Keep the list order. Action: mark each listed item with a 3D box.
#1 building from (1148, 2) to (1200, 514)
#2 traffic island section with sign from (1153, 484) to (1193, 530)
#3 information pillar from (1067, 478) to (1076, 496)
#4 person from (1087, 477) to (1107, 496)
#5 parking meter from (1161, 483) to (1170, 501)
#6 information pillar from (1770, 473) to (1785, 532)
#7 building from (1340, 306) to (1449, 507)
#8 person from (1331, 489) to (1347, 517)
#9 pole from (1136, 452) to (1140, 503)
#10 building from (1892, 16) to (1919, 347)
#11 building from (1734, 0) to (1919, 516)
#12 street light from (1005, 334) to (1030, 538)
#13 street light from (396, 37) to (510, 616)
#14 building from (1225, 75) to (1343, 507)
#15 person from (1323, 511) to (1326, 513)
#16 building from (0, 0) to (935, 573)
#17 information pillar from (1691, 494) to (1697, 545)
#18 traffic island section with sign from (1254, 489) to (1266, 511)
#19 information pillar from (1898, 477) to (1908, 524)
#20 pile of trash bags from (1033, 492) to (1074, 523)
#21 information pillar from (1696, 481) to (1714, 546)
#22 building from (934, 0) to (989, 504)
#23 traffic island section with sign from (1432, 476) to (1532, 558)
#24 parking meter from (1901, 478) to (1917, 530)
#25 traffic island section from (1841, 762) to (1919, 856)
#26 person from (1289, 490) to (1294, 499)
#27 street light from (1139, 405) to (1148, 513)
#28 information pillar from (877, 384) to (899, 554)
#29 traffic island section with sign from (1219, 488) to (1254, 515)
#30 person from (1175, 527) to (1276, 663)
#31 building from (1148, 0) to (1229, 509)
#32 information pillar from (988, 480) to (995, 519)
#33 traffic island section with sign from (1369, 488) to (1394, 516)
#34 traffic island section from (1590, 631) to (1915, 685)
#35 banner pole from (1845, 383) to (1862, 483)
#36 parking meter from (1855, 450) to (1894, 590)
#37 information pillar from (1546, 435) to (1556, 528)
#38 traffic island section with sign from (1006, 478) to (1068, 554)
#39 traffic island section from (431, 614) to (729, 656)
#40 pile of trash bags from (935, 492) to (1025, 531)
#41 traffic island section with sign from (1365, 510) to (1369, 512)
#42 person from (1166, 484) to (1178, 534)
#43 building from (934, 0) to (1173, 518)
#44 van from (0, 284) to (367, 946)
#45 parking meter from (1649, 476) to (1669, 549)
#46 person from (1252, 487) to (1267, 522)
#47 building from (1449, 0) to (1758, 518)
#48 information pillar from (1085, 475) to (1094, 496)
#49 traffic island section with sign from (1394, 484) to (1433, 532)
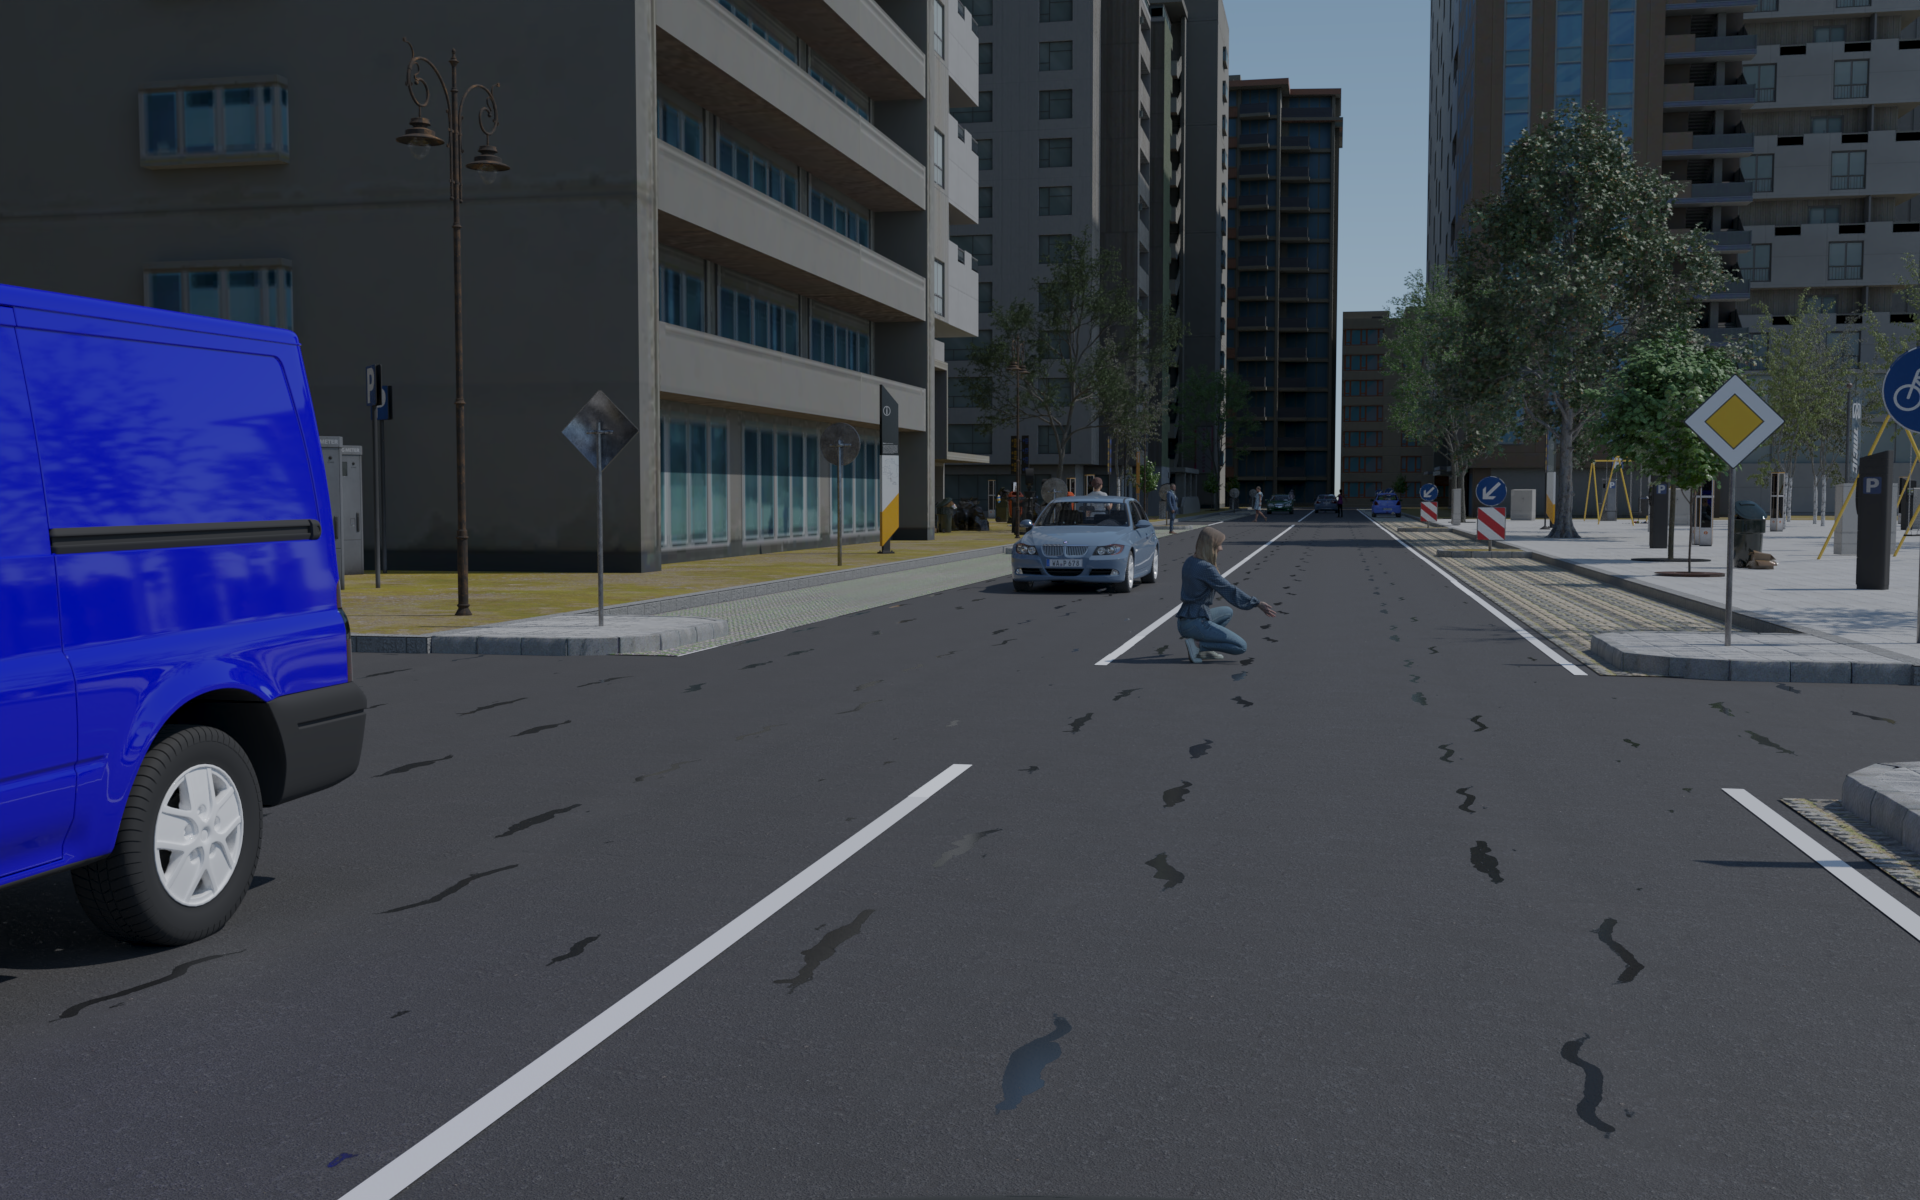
[{"bbox_3d":[-0.069,-26.130,119.114,32.217,40.220,23.993,1,4,12],"label":"building"},{"bbox_3d":[8.388,-3.750,69.934,1.989,1.847,2.006,1,4,12],"label":"traffic island section with sign"},{"bbox_3d":[5.100,-4.592,79.578,0.304,2.012,0.304,-2,4,-29],"label":"information pillar"},{"bbox_3d":[2.726,-1.510,33.751,0.480,1.755,0.524,1,4,16],"label":"person"},{"bbox_3d":[10.702,-5.176,90.335,0.399,1.863,0.255,3,4,38],"label":"parking meter"},{"bbox_3d":[27.884,-3.340,59.096,0.304,2.012,0.304,-2,4,-24],"label":"information pillar"},{"bbox_3d":[54.768,-20.578,181.495,28.899,21.520,27.650,1,4,12],"label":"building"},{"bbox_3d":[23.354,-5.958,106.604,1.217,1.739,0.721,-2,4,-29],"label":"person"},{"bbox_3d":[8.571,-5.480,83.436,0.158,3.312,0.155,0,3,0],"label":"pole"},{"bbox_3d":[79.224,-28.198,144.627,14.086,41.232,14.154,1,4,12],"label":"building"},{"bbox_3d":[46.761,-32.249,116.512,28.713,52.752,27.495,1,4,12],"label":"building"},{"bbox_3d":[1.667,-4.721,49.981,0.468,5.910,1.993,1,4,12],"label":"street light"},{"bbox_3d":[-5.254,-2.774,18.149,0.468,5.910,1.993,1,4,12],"label":"street light"},{"bbox_3d":[25.830,-32.418,184.660,28.867,44.769,22.147,1,4,12],"label":"building"},{"bbox_3d":[28.314,-7.513,134.563,0.599,1.433,0.991,3,4,39],"label":"person"},{"bbox_3d":[-13.346,-25.406,39.097,21.300,48.544,21.600,1,4,12],"label":"building"},{"bbox_3d":[18.559,-2.382,43.434,0.304,2.012,0.304,1,4,9],"label":"information pillar"},{"bbox_3d":[24.247,-8.209,142.840,1.989,1.847,2.006,1,4,12],"label":"traffic island section with sign"},{"bbox_3d":[40.227,-4.241,73.831,0.304,2.012,0.304,0,4,2],"label":"information pillar"},{"bbox_3d":[3.627,-3.978,74.788,1.912,1.369,3.447,-3,5,-44],"label":"pile of trash bags"},{"bbox_3d":[18.333,-2.325,42.512,0.304,2.012,0.304,2,4,26],"label":"information pillar"},{"bbox_3d":[-14.511,-29.555,72.464,28.713,52.752,27.495,1,4,12],"label":"building"},{"bbox_3d":[11.911,-1.884,39.431,1.989,1.847,2.006,1,4,12],"label":"traffic island section with sign"},{"bbox_3d":[35.549,-3.613,64.784,0.399,1.863,0.255,1,4,18],"label":"parking meter"},{"bbox_3d":[4.807,0.945,6.829,2.009,0.180,2.903,1,4,12],"label":"traffic island section"},{"bbox_3d":[24.689,-7.330,129.007,0.551,1.740,0.621,3,5,41],"label":"person"},{"bbox_3d":[8.732,-6.666,81.782,0.468,5.910,1.993,1,4,12],"label":"street light"},{"bbox_3d":[-1.532,-2.803,37.182,0.504,3.616,0.183,-3,5,-44],"label":"information pillar"},{"bbox_3d":[18.516,-6.598,116.499,1.989,1.847,2.006,1,4,12],"label":"traffic island section with sign"},{"bbox_3d":[2.195,-0.059,14.970,0.738,1.151,1.012,-1,4,-12],"label":"person"},{"bbox_3d":[12.827,-32.569,156.199,21.600,48.544,21.300,1,4,12],"label":"building"},{"bbox_3d":[1.666,-5.277,90.771,0.304,2.012,0.304,1,4,17],"label":"information pillar"},{"bbox_3d":[28.145,-6.449,114.069,1.989,1.847,2.006,1,4,12],"label":"traffic island section with sign"},{"bbox_3d":[6.504,0.468,14.632,2.009,0.180,2.903,1,4,12],"label":"traffic island section"},{"bbox_3d":[20.233,-3.014,39.296,0.863,3.779,0.401,-3,4,-38],"label":"banner pole"},{"bbox_3d":[12.277,-1.075,23.281,0.255,1.863,0.399,-3,5,-44],"label":"parking meter"},{"bbox_3d":[22.347,-4.532,65.445,0.183,3.616,0.504,-1,4,-12],"label":"information pillar"},{"bbox_3d":[2.247,-2.020,41.654,1.989,1.847,2.006,1,4,12],"label":"traffic island section with sign"},{"bbox_3d":[-3.503,0.335,16.805,2.009,0.180,2.903,1,4,12],"label":"traffic island section"},{"bbox_3d":[0.550,-3.120,60.762,3.447,1.369,1.912,-1,4,-8],"label":"pile of trash bags"},{"bbox_3d":[33.934,-8.079,140.726,1.989,1.847,2.006,1,4,12],"label":"traffic island section with sign"},{"bbox_3d":[7.620,-3.278,62.271,0.419,1.800,0.721,1,4,17],"label":"person"},{"bbox_3d":[4.375,-20.018,98.991,14.160,30.474,14.107,1,4,12],"label":"building"},{"bbox_3d":[-3.647,0.018,4.086,2.240,2.365,5.245,1,4,11],"label":"van"},{"bbox_3d":[16.443,-2.144,40.772,0.399,1.863,0.255,0,4,3],"label":"parking meter"},{"bbox_3d":[15.339,-4.900,88.710,0.778,1.811,0.616,1,4,16],"label":"person"},{"bbox_3d":[35.686,-27.384,97.845,14.600,45.320,14.200,1,4,12],"label":"building"},{"bbox_3d":[4.937,-3.771,66.147,0.304,2.012,0.304,-1,4,-11],"label":"information pillar"},{"bbox_3d":[17.649,-3.495,65.771,1.989,1.847,2.006,1,4,12],"label":"traffic island section with sign"}]
